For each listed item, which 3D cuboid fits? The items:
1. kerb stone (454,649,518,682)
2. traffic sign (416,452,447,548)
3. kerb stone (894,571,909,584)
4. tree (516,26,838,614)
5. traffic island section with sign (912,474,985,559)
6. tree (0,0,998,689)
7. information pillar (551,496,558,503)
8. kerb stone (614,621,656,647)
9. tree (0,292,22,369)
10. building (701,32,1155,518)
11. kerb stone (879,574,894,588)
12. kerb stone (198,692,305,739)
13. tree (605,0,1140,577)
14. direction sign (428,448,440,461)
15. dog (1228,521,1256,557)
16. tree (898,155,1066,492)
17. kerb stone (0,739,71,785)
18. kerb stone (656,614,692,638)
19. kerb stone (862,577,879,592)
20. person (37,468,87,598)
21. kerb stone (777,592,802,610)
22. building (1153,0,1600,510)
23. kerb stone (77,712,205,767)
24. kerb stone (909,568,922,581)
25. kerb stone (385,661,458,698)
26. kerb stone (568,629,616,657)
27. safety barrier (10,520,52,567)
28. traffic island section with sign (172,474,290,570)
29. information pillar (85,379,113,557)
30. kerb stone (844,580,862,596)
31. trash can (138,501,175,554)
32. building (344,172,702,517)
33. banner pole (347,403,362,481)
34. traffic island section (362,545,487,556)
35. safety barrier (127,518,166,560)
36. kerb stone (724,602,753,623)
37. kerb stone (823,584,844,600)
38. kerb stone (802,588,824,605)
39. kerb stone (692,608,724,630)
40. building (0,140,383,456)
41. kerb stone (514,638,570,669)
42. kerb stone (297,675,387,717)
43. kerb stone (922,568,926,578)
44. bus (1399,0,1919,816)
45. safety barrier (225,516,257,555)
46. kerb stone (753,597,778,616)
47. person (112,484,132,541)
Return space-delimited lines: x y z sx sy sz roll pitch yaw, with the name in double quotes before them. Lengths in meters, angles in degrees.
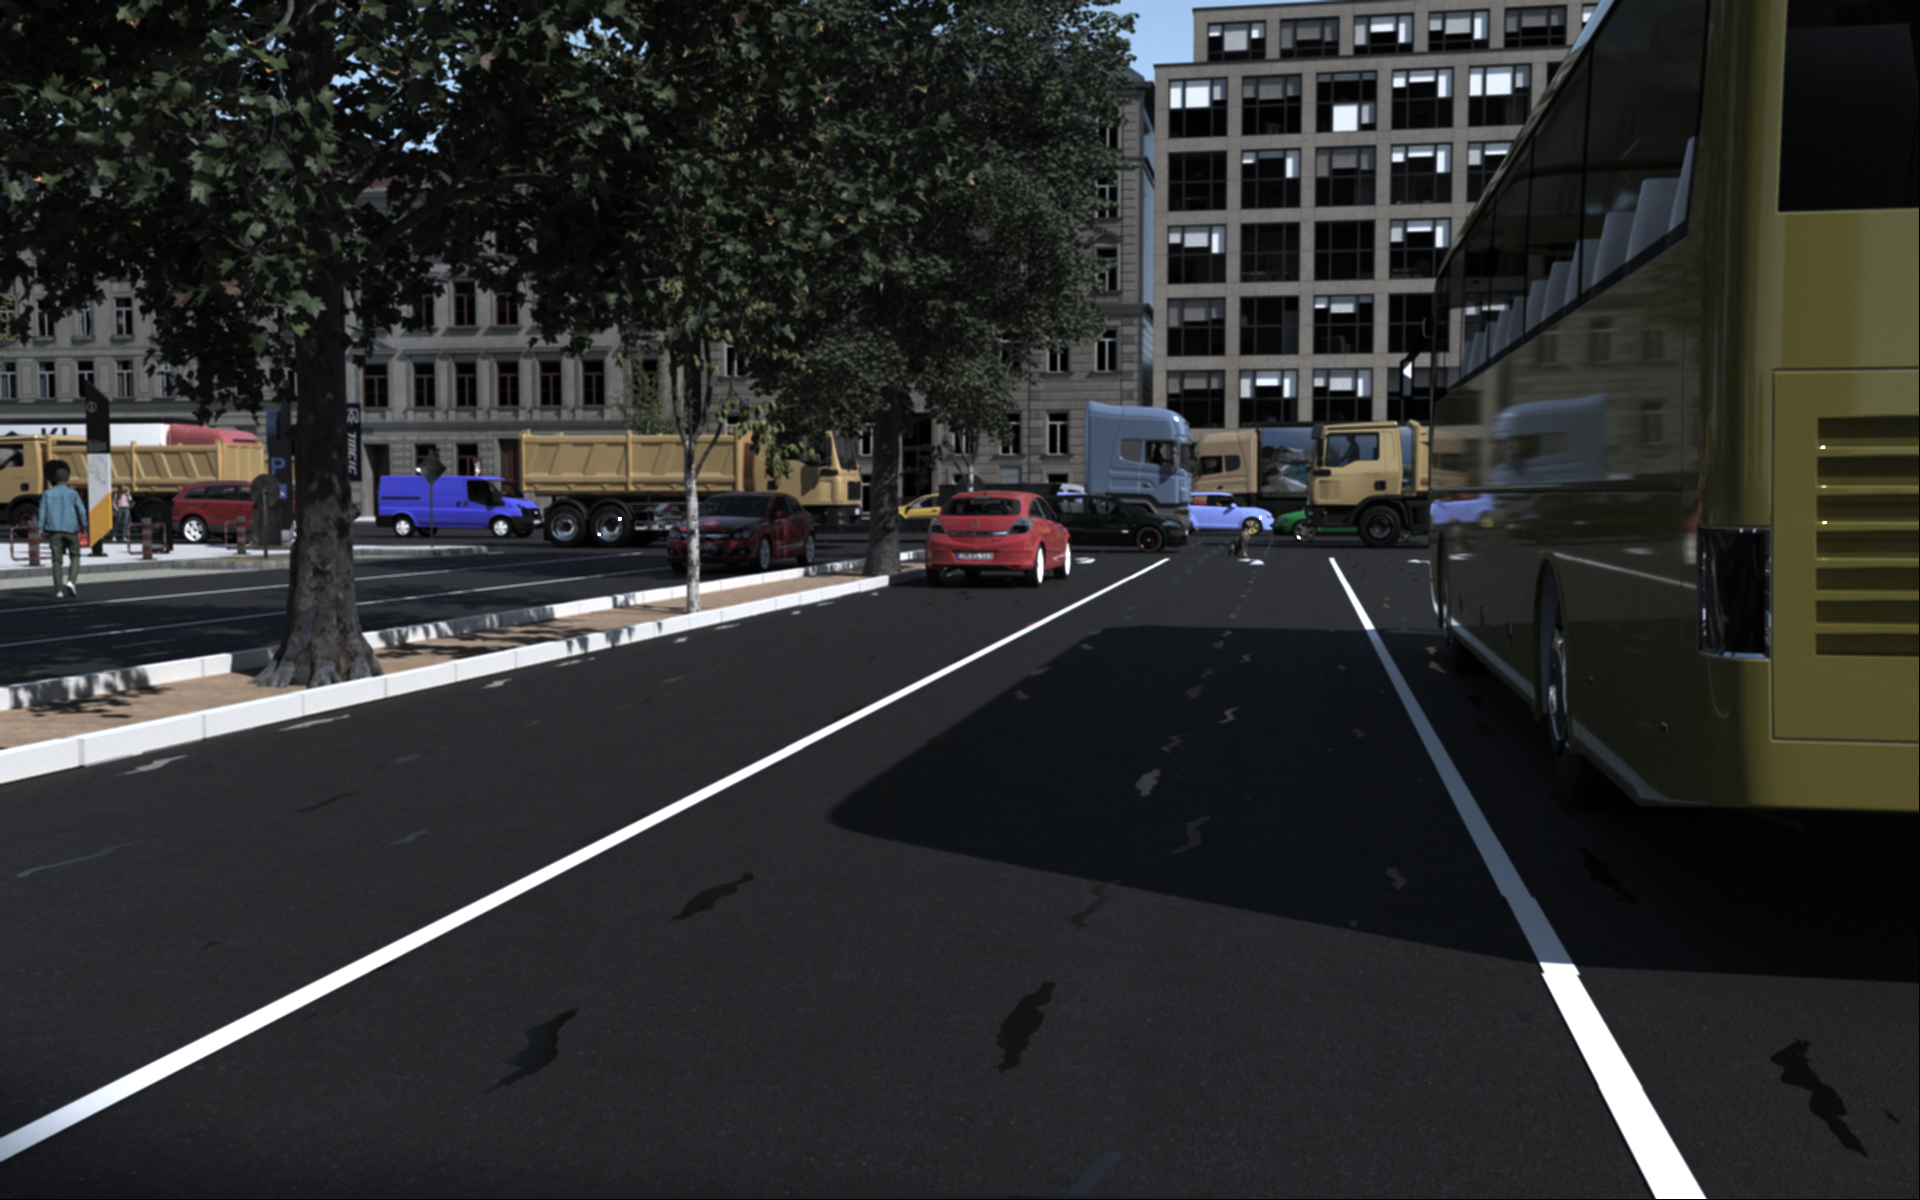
"kerb stone" -3.785 0.524 13.651 0.120 0.150 1.000 1 4 11
"traffic sign" -12.611 -2.304 41.315 0.795 2.450 0.064 1 4 11
"kerb stone" -1.035 -0.342 27.813 0.120 0.150 1.000 1 4 11
"tree" -3.178 -4.116 20.116 4.737 8.622 4.395 0 3 0
"traffic island section with sign" 0.111 -1.897 39.157 2.006 1.907 1.989 1 4 11
"tree" -4.812 -5.715 12.912 9.611 12.733 9.660 0 3 0
"information pillar" -21.365 -5.311 91.319 0.304 2.012 0.304 0 4 3
"kerb stone" -3.191 0.337 16.692 0.120 0.150 1.000 1 4 11
"tree" -24.572 -5.516 40.551 4.737 8.622 4.395 0 3 0
"building" -1.276 -18.370 97.620 25.104 27.353 12.463 1 4 11
"kerb stone" -1.229 -0.282 26.804 0.120 0.150 1.000 1 4 11
"kerb stone" -4.367 0.710 10.613 0.120 0.150 1.000 1 4 11
"tree" -1.332 -7.372 29.640 9.857 13.997 8.962 0 3 0
"direction sign" -25.974 -5.725 85.595 0.379 3.537 0.876 1 4 19
"dog" 6.377 -1.399 39.706 0.513 0.831 0.800 -1 4 -15
"tree" 0.217 -5.138 36.832 4.360 8.622 3.978 0 3 0
"kerb stone" -4.767 0.833 8.582 0.120 0.150 1.000 1 4 11
"kerb stone" -2.996 0.275 17.701 0.120 0.150 1.000 1 4 11
"kerb stone" -1.420 -0.220 25.794 0.120 0.150 1.000 1 4 11
"person" -12.347 -0.917 23.836 0.601 1.785 0.444 -1 4 -21
"kerb stone" -2.215 0.027 21.749 0.120 0.150 1.000 1 4 11
"building" 28.493 -17.794 95.449 34.151 26.468 19.350 1 4 11
"kerb stone" -4.562 0.772 9.600 0.120 0.150 1.000 1 4 11
"kerb stone" -0.843 -0.405 28.825 0.120 0.150 1.000 1 4 11
"kerb stone" -3.977 0.590 12.637 0.120 0.150 1.000 1 4 11
"kerb stone" -3.391 0.400 15.679 0.120 0.150 1.000 1 4 11
"safety barrier" -16.365 -0.999 30.606 0.300 0.817 1.120 1 4 11
"traffic island section with sign" -13.803 -1.527 33.592 1.989 1.847 2.006 1 4 11
"information pillar" -17.615 -2.695 35.412 0.504 3.616 0.183 1 4 9
"kerb stone" -1.627 -0.151 24.782 0.120 0.150 1.000 1 4 11
"trash can" -17.329 -1.574 37.389 0.748 1.137 0.748 0 3 0
"building" -24.210 -16.197 100.980 21.152 22.565 11.583 1 4 11
"banner pole" -14.860 -3.178 41.972 0.863 3.779 0.401 1 4 12
"traffic island section" -12.636 -1.168 41.381 2.009 0.180 2.903 1 4 11
"safety barrier" -15.781 -1.183 33.620 0.300 0.817 1.120 1 4 11
"kerb stone" -2.601 0.155 19.728 0.120 0.150 1.000 1 4 11
"kerb stone" -1.816 -0.096 23.771 0.120 0.150 1.000 1 4 11
"kerb stone" -2.010 -0.035 22.762 0.120 0.150 1.000 1 4 11
"kerb stone" -2.803 0.214 18.716 0.120 0.150 1.000 1 4 11
"building" -48.833 -16.832 108.487 30.059 22.955 16.112 1 4 11
"kerb stone" -3.587 0.461 14.663 0.120 0.150 1.000 1 4 11
"kerb stone" -4.177 0.647 11.623 0.120 0.150 1.000 1 4 11
"kerb stone" -0.640 -0.467 29.834 0.120 0.150 1.000 1 4 11
"bus" 4.494 -1.159 10.503 2.896 3.916 12.252 1 4 11
"safety barrier" -15.200 -1.367 36.629 0.300 0.817 1.120 1 4 11
"kerb stone" -2.414 0.093 20.739 0.120 0.150 1.000 1 4 11
"person" -25.605 -2.673 52.795 0.593 1.750 0.643 -3 5 -40
